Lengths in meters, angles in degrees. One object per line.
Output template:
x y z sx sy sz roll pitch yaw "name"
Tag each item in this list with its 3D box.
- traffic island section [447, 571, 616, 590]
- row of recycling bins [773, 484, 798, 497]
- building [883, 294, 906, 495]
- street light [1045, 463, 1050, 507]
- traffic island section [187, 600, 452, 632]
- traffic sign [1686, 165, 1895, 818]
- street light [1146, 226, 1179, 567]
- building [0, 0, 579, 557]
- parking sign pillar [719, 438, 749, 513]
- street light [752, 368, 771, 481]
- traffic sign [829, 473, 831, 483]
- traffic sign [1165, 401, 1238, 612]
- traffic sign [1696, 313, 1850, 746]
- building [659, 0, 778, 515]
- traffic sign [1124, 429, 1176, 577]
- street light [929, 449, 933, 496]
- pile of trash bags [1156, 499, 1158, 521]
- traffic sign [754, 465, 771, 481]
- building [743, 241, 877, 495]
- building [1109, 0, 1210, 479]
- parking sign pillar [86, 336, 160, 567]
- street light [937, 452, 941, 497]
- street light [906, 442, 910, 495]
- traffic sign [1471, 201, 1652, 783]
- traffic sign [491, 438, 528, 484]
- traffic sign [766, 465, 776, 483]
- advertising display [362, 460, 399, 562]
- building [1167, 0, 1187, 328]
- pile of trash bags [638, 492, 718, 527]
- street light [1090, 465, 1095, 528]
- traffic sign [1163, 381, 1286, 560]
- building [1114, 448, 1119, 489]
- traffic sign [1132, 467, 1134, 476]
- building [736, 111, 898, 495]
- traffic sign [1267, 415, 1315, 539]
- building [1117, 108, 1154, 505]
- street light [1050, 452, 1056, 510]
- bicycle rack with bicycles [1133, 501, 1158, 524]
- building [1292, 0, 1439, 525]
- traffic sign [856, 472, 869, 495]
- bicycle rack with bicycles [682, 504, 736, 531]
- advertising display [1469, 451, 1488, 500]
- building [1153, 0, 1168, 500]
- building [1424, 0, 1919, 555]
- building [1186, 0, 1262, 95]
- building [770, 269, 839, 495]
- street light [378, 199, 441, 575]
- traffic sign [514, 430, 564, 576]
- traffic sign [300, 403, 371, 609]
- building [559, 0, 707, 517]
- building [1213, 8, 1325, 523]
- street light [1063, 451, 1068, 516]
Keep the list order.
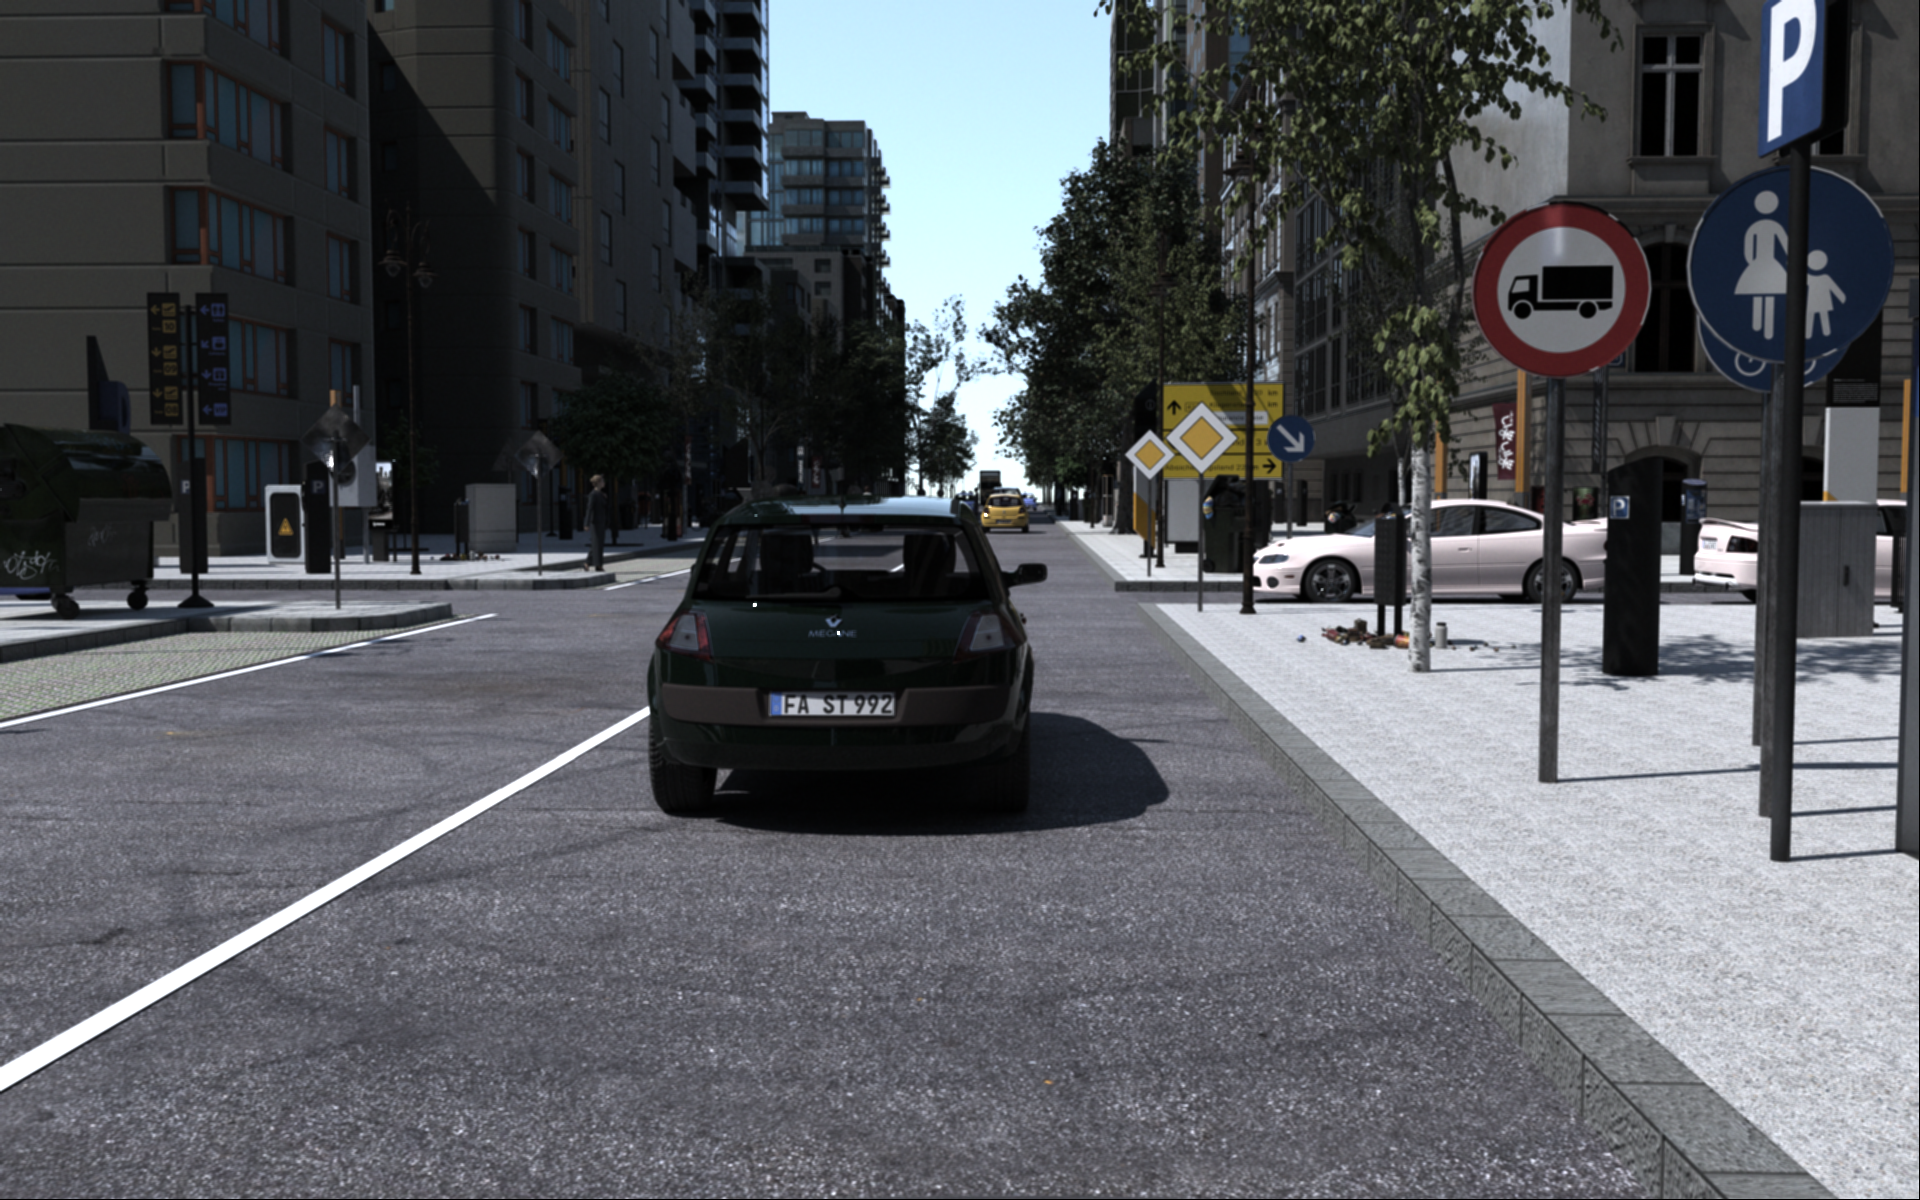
-6.629 -0.305 27.263 2.009 0.180 2.903 0 4 2 "traffic island section"
-7.233 -3.939 71.516 1.069 1.692 3.534 0 4 -2 "row of recycling bins"
-15.230 -29.086 247.249 14.160 30.474 14.107 0 4 2 "building"
9.286 -12.550 177.984 0.468 5.910 1.993 0 4 2 "street light"
-6.944 0.183 19.284 2.009 0.180 2.903 0 4 2 "traffic island section"
3.224 -0.410 6.815 0.768 2.556 0.104 0 4 7 "traffic sign"
3.506 -3.509 30.161 0.468 5.910 1.993 0 4 2 "street light"
-28.318 -12.510 49.576 27.650 21.520 28.899 0 4 2 "building"
-10.197 -5.498 78.358 1.447 3.967 1.447 -3 5 -43 "parking sign pillar"
-7.257 -5.552 63.556 0.468 5.910 1.993 0 4 2 "street light"
-7.631 -5.967 97.671 0.768 2.556 0.104 0 4 3 "traffic sign"
2.616 -0.929 18.826 0.795 2.450 0.064 0 4 2 "traffic sign"
4.089 -0.530 8.766 0.768 2.556 0.104 0 4 6 "traffic sign"
-23.910 -49.176 116.694 22.319 86.520 31.000 0 4 2 "building"
2.931 -1.417 26.805 0.795 2.450 0.064 0 4 2 "traffic sign"
-2.946 -12.344 174.611 0.468 5.910 1.993 0 4 2 "street light"
9.210 -4.560 84.302 3.447 1.369 1.912 0 4 7 "pile of trash bags"
-8.728 -4.675 76.548 0.768 2.556 0.104 1 4 9 "traffic sign"
-17.300 -26.324 202.100 14.160 30.474 14.107 0 4 2 "building"
29.914 -49.593 249.097 20.563 71.187 20.611 0 4 2 "building"
-14.818 -2.553 30.219 1.447 3.967 1.447 -1 4 -15 "parking sign pillar"
-2.295 -13.125 187.386 0.468 5.910 1.993 0 4 2 "street light"
-4.214 -10.207 139.673 0.468 5.910 1.993 0 4 2 "street light"
2.622 -0.461 7.644 0.768 2.556 0.104 0 4 5 "traffic sign"
-10.352 -2.433 39.791 0.884 2.594 0.081 1 4 8 "traffic sign"
-8.541 -4.698 76.916 0.768 2.556 0.104 0 4 6 "traffic sign"
-11.010 -1.692 32.875 0.974 1.923 0.123 2 4 35 "advertising display"
22.789 -27.518 133.511 14.154 41.232 14.086 0 4 2 "building"
-10.928 -3.520 67.312 3.447 1.369 1.912 0 4 7 "pile of trash bags"
5.008 -5.662 65.368 0.468 5.910 1.993 0 4 2 "street light"
4.746 -2.297 31.433 2.265 3.308 0.079 1 4 12 "traffic sign"
31.210 -36.957 223.852 23.786 49.044 30.456 0 4 2 "building"
7.108 -4.131 67.654 0.768 2.556 0.104 1 4 9 "traffic sign"
-20.543 -36.961 223.917 23.786 49.044 30.456 0 4 2 "building"
5.330 -1.704 27.969 0.768 2.556 0.104 0 4 5 "traffic sign"
25.542 -33.723 201.487 14.600 45.320 14.200 0 4 2 "building"
7.863 -10.393 142.706 0.468 5.910 1.993 0 4 2 "street light"
8.848 -3.678 73.519 2.925 0.926 2.852 -3 4 -36 "bicycle rack with bicycles"
21.059 -16.541 63.949 14.314 27.812 24.014 0 4 2 "building"
-5.755 -6.239 102.118 0.768 2.556 0.104 0 4 7 "traffic sign"
-8.248 -2.871 60.322 2.925 0.926 2.852 -3 5 -44 "bicycle rack with bicycles"
7.946 -1.308 26.607 0.123 1.923 0.974 0 4 7 "advertising display"
27.729 -37.431 154.000 21.231 58.520 28.212 0 4 2 "building"
29.628 -13.515 40.060 34.723 24.649 14.460 0 4 2 "building"
23.066 -28.693 119.248 14.600 45.320 14.200 0 4 2 "building"
-25.736 -18.570 148.666 27.650 21.520 28.899 0 4 2 "building"
-8.704 -3.348 27.522 0.468 5.910 1.993 0 4 2 "street light"
-6.605 -1.441 27.200 0.795 2.450 0.064 0 4 2 "traffic sign"
-6.920 -0.953 19.221 0.795 2.450 0.064 0 4 2 "traffic sign"
-28.768 -30.481 87.597 28.713 52.752 27.495 0 4 2 "building"
20.435 -17.827 88.738 12.463 27.353 25.104 0 4 2 "building"
6.500 -8.256 107.772 0.468 5.910 1.993 0 4 2 "street light"
